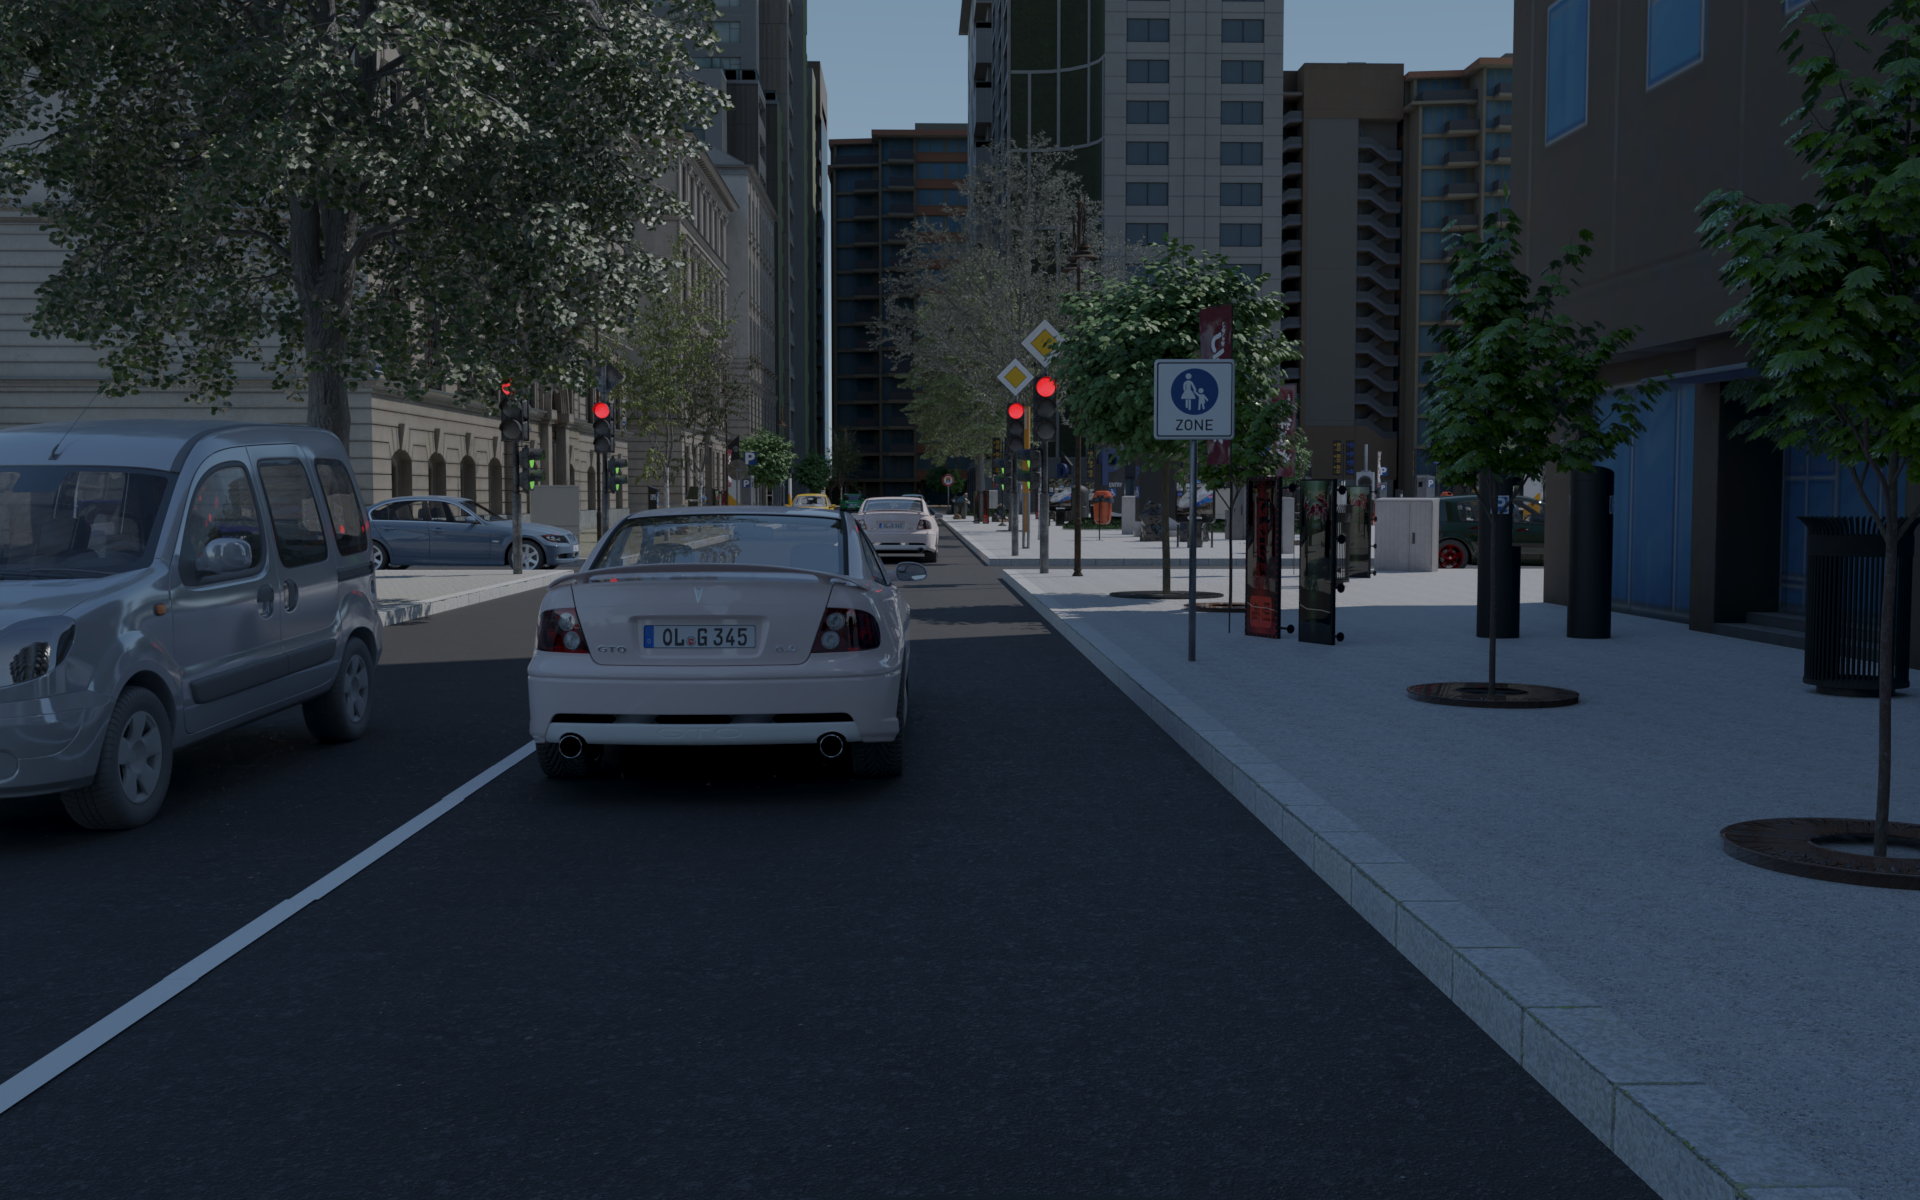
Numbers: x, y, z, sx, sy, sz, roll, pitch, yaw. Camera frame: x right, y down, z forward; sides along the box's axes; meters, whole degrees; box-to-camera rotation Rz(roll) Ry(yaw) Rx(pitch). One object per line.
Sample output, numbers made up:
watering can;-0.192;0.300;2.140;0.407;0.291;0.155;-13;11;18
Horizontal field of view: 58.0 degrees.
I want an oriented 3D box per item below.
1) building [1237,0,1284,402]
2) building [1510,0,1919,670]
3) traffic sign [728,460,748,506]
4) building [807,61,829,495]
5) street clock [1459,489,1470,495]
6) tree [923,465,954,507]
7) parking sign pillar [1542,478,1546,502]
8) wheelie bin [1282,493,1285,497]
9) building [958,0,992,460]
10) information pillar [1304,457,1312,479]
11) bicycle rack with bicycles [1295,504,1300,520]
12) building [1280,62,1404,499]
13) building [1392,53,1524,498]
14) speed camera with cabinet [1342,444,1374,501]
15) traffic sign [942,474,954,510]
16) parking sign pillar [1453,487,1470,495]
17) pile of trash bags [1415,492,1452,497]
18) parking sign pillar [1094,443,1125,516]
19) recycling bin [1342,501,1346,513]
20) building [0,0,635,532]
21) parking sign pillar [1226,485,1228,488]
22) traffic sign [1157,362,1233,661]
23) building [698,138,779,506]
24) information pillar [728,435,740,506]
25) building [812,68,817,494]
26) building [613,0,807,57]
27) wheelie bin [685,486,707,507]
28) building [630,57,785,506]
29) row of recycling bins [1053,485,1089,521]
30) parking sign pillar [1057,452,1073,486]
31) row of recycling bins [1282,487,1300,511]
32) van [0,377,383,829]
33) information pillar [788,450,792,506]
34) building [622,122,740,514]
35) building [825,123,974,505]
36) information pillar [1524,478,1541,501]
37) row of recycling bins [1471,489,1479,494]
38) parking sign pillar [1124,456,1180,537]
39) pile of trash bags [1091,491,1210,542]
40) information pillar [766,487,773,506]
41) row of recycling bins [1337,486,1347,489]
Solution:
building;11.213;-42.053;125.817;20.563;71.187;20.611;0;4;-2
building;13.648;-22.174;12.660;14.600;45.320;14.200;0;4;-2
traffic sign;-8.215;-3.900;63.867;0.768;2.556;0.104;0;4;1
building;-20.891;-32.207;176.689;14.200;45.320;14.600;0;4;-2
street clock;17.107;-3.314;58.749;0.471;2.002;0.358;1;4;22
tree;-2.040;-11.674;174.578;4.285;4.588;4.351;0;3;0
parking sign pillar;30.541;-6.144;88.924;1.447;3.967;1.447;-3;5;-42
wheelie bin;18.558;-5.705;101.187;0.693;1.594;0.980;-1;4;-18
building;14.565;-35.586;171.067;28.713;52.752;27.495;0;4;-2
information pillar;21.883;-7.184;108.816;0.504;3.616;0.183;-1;4;-12
bicycle rack with bicycles;18.274;-4.548;87.737;2.925;0.926;2.852;-2;4;-27
building;36.111;-32.262;177.600;14.200;45.320;14.600;0;4;-2
building;57.718;-31.842;175.240;28.867;44.769;22.147;0;4;-2
speed camera with cabinet;15.438;-4.565;68.976;2.038;3.252;0.660;1;4;17
traffic sign;-0.752;-6.803;111.327;0.768;2.556;0.104;0;4;4
parking sign pillar;31.984;-7.460;110.439;1.447;3.967;1.447;-1;4;-15
pile of trash bags;20.052;-3.966;74.590;3.447;1.369;1.912;-3;4;-38
parking sign pillar;6.301;-5.165;72.921;1.447;3.967;1.447;-2;4;-33
recycling bin;14.798;-3.272;66.044;0.722;1.027;0.722;0;4;-3
building;-18.339;-14.352;53.733;14.460;24.649;34.723;0;4;-2
parking sign pillar;13.352;-6.249;90.642;1.447;3.967;1.447;-1;4;-12
traffic sign;1.781;-0.679;13.238;0.606;2.300;0.079;0;4;2
building;-15.992;-15.349;100.111;9.793;20.994;18.267;0;4;-2
information pillar;-8.938;-4.720;68.522;0.504;3.616;0.183;-2;4;-30
building;-20.766;-29.210;161.175;14.154;41.232;14.086;0;4;-2
building;-19.003;-27.428;132.041;14.154;41.232;14.086;0;4;-2
wheelie bin;-10.905;-3.902;71.698;0.980;1.594;0.693;1;4;12
building;-19.598;-21.197;118.278;14.160;30.474;14.107;0;4;-2
row of recycling bins;5.255;-4.564;81.742;1.069;1.692;3.534;-1;4;-14
parking sign pillar;6.628;-7.392;109.337;1.447;3.967;1.447;-2;4;-28
row of recycling bins;18.822;-5.840;102.595;3.534;1.692;1.069;0;4;-4
van;-4.324;-0.104;8.712;2.013;2.044;4.112;0;4;0
information pillar;-8.959;-6.112;91.287;0.183;3.616;0.504;0;4;5
building;-16.541;-13.259;81.406;10.561;19.102;19.286;0;4;-2
building;-2.796;-33.806;207.345;28.867;44.769;22.147;0;4;-2
information pillar;13.931;-3.109;42.183;0.183;3.616;0.504;-2;4;-26
row of recycling bins;26.983;-4.936;87.820;1.069;1.692;3.534;-1;4;-9
parking sign pillar;5.967;-3.900;52.231;1.447;3.967;1.447;-1;4;-13
pile of trash bags;5.236;-2.310;47.518;3.447;1.369;1.912;2;4;24
information pillar;-9.331;-4.910;84.770;0.304;2.012;0.304;-1;4;-16
row of recycling bins;20.364;-5.158;91.439;1.069;1.692;3.534;-2;4;-35
